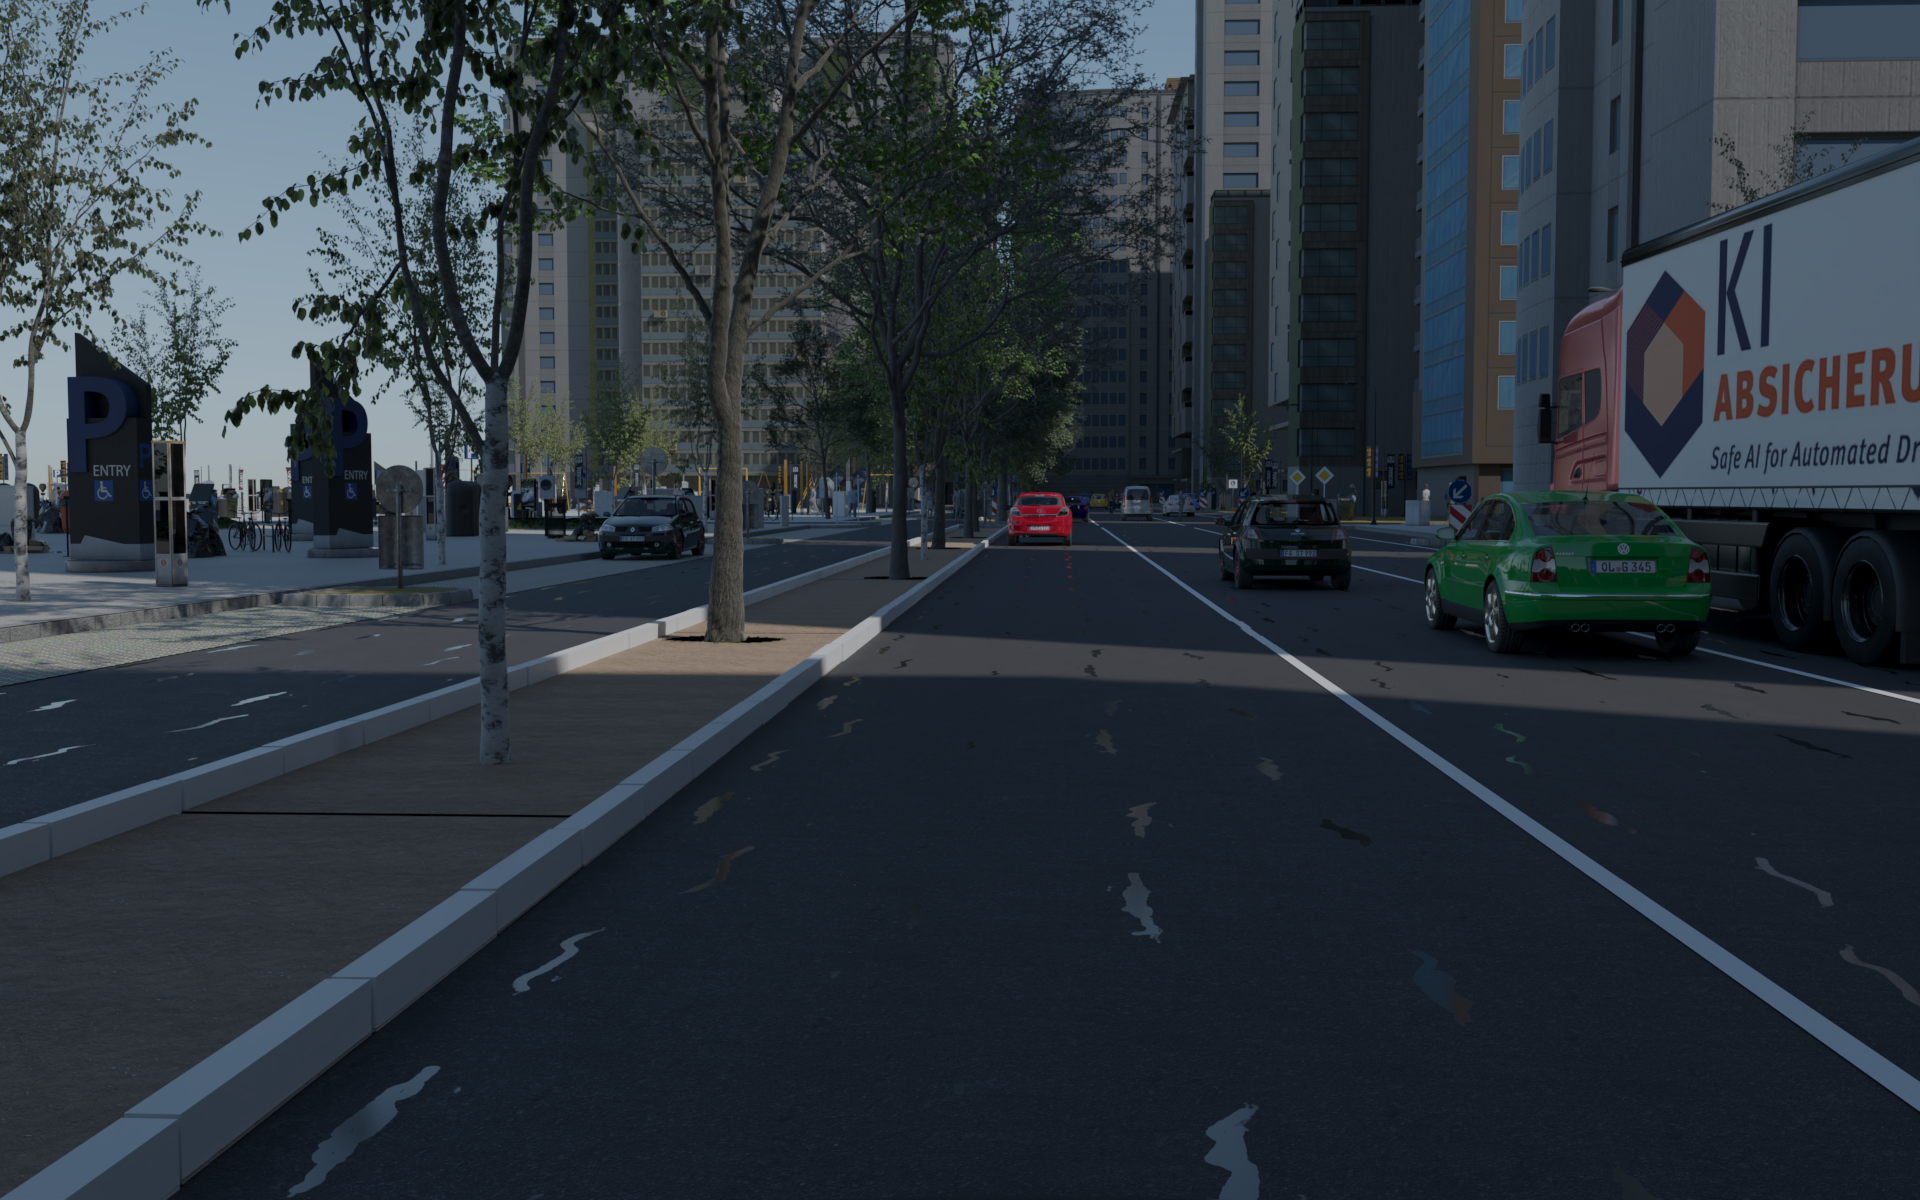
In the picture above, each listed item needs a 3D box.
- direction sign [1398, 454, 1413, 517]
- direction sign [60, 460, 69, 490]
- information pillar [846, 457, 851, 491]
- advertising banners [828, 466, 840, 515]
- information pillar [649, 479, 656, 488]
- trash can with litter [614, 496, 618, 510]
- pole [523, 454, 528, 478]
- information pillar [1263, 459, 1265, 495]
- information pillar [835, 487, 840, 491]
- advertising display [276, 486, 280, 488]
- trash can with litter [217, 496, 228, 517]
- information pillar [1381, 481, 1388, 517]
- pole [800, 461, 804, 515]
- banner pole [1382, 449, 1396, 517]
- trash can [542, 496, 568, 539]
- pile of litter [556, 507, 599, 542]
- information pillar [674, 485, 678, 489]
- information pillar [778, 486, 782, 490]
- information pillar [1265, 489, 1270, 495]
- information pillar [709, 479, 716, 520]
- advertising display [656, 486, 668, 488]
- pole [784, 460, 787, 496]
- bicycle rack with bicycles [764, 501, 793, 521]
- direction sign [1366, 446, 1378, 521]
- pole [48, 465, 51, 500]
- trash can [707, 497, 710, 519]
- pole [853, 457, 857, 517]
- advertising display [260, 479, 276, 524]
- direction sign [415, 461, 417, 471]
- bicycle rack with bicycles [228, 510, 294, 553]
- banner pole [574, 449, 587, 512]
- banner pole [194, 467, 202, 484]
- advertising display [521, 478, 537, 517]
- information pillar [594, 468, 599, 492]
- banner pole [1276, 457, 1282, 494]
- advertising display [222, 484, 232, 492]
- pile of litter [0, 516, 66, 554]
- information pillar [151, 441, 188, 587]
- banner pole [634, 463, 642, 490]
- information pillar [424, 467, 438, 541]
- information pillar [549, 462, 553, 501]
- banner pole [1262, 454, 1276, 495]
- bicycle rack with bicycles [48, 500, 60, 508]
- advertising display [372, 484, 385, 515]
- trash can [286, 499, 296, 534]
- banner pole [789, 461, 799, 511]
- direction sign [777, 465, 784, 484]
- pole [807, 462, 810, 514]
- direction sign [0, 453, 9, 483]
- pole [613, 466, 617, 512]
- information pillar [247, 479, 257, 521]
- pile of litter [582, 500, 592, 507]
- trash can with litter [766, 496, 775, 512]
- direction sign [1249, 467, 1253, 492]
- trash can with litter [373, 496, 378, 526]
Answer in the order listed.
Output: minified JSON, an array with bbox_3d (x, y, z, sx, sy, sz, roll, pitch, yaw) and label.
[{"bbox_3d":[25.017,-6.444,97.357,0.876,3.537,0.379,3,5,40],"label":"direction sign"},{"bbox_3d":[-60.005,-7.616,116.522,0.876,3.537,0.379,-1,4,-9],"label":"direction sign"},{"bbox_3d":[-7.083,-7.276,110.314,0.183,3.616,0.504,-3,4,-36],"label":"information pillar"},{"bbox_3d":[-7.751,-6.716,105.992,0.090,3.025,2.074,1,4,21],"label":"advertising banners"},{"bbox_3d":[-14.859,-4.850,83.782,0.304,2.012,0.304,-1,4,-13],"label":"information pillar"},{"bbox_3d":[-21.328,-5.957,108.788,0.624,1.170,1.055,-2,4,-31],"label":"trash can with litter"},{"bbox_3d":[-22.136,-5.775,88.256,0.158,3.312,0.155,0,3,0],"label":"pole"},{"bbox_3d":[20.345,-7.618,115.916,0.183,3.616,0.504,1,4,16],"label":"information pillar"},{"bbox_3d":[-10.199,-8.552,144.316,0.304,2.012,0.304,-1,4,-21],"label":"information pillar"},{"bbox_3d":[-54.701,-8.132,138.177,0.123,1.923,0.974,2,4,30],"label":"advertising display"},{"bbox_3d":[-30.561,-3.653,70.781,2.233,1.210,1.678,0,4,-6],"label":"trash can with litter"},{"bbox_3d":[23.850,-5.675,97.272,0.304,2.012,0.304,3,4,36],"label":"information pillar"},{"bbox_3d":[-9.761,-6.915,106.905,0.158,3.312,0.155,0,3,0],"label":"pole"},{"bbox_3d":[23.599,-6.455,95.552,0.863,3.779,0.401,0,4,3],"label":"banner pole"},{"bbox_3d":[-11.684,-2.344,49.984,0.748,1.137,0.748,0,3,0],"label":"trash can"},{"bbox_3d":[-10.172,-2.001,46.676,1.176,0.858,1.719,-3,5,-43],"label":"pile of litter"},{"bbox_3d":[-20.469,-7.389,125.302,0.304,2.012,0.304,2,4,28],"label":"information pillar"},{"bbox_3d":[-16.177,-9.239,155.546,0.304,2.012,0.304,0,3,0],"label":"information pillar"},{"bbox_3d":[20.765,-6.881,117.000,0.304,2.012,0.304,0,4,1],"label":"information pillar"},{"bbox_3d":[-12.206,-4.960,85.580,0.304,2.012,0.304,-1,4,-20],"label":"information pillar"},{"bbox_3d":[-23.752,-8.113,137.854,0.974,1.923,0.123,1,4,10],"label":"advertising display"},{"bbox_3d":[-10.333,-6.657,102.688,0.158,3.312,0.155,0,3,0],"label":"pole"},{"bbox_3d":[-9.391,-4.339,84.330,2.852,0.926,2.925,-2,4,-28],"label":"bicycle rack with bicycles"},{"bbox_3d":[19.542,-5.517,82.197,0.876,3.537,0.379,-3,4,-39],"label":"direction sign"},{"bbox_3d":[-64.035,-7.830,121.858,0.158,3.312,0.155,0,3,0],"label":"pole"},{"bbox_3d":[-13.151,-4.728,88.949,0.748,1.137,0.748,0,3,0],"label":"trash can"},{"bbox_3d":[-5.778,-6.191,95.067,0.158,3.312,0.155,0,3,0],"label":"pole"},{"bbox_3d":[-29.887,-4.247,74.650,0.123,1.923,0.974,0,4,3],"label":"advertising display"},{"bbox_3d":[-37.185,-7.738,118.513,0.379,3.537,0.876,-2,4,-25],"label":"direction sign"},{"bbox_3d":[-16.221,-1.540,38.561,2.852,0.926,2.925,-2,4,-27],"label":"bicycle rack with bicycles"},{"bbox_3d":[-20.959,-6.485,96.050,0.863,3.779,0.401,0,4,-3],"label":"banner pole"},{"bbox_3d":[-69.719,-10.315,158.665,0.863,3.779,0.401,-1,4,-12],"label":"banner pole"},{"bbox_3d":[-17.584,-4.000,70.621,0.974,1.923,0.123,3,5,43],"label":"advertising display"},{"bbox_3d":[-32.612,-10.038,155.475,0.504,3.616,0.183,0,4,4],"label":"information pillar"},{"bbox_3d":[21.215,-7.698,115.873,0.863,3.779,0.401,1,4,19],"label":"banner pole"},{"bbox_3d":[-46.570,-6.412,110.049,0.123,1.923,0.974,0,4,7],"label":"advertising display"},{"bbox_3d":[-20.344,-1.445,37.598,1.719,0.858,1.176,-1,4,-9],"label":"pile of litter"},{"bbox_3d":[-10.936,-1.192,23.981,0.304,2.012,0.304,1,4,19],"label":"information pillar"},{"bbox_3d":[-22.757,-8.117,122.726,0.863,3.779,0.401,1,4,19],"label":"banner pole"},{"bbox_3d":[-14.554,-2.650,47.812,0.304,2.012,0.304,1,4,12],"label":"information pillar"},{"bbox_3d":[-29.570,-8.192,125.292,0.183,3.616,0.504,0,4,8],"label":"information pillar"},{"bbox_3d":[19.336,-7.302,109.404,0.863,3.779,0.401,0,4,1],"label":"banner pole"},{"bbox_3d":[-52.976,-5.409,101.821,2.925,0.926,2.852,-1,4,-16],"label":"bicycle rack with bicycles"},{"bbox_3d":[-35.983,-6.278,107.853,0.974,1.923,0.123,-1,4,-10],"label":"advertising display"},{"bbox_3d":[-20.196,-2.522,52.887,0.748,1.137,0.748,0,3,0],"label":"trash can"},{"bbox_3d":[-12.793,-8.755,133.162,0.863,3.779,0.401,0,4,-3],"label":"banner pole"},{"bbox_3d":[-13.757,-8.676,133.845,0.379,3.537,0.876,3,5,43],"label":"direction sign"},{"bbox_3d":[-9.649,-7.104,110.001,0.158,3.312,0.155,0,3,0],"label":"pole"},{"bbox_3d":[-53.460,-6.413,96.843,0.379,3.537,0.876,0,4,4],"label":"direction sign"},{"bbox_3d":[-25.072,-8.076,125.885,0.158,3.312,0.155,0,3,0],"label":"pole"},{"bbox_3d":[-34.339,-4.865,84.027,0.304,2.012,0.304,0,4,3],"label":"information pillar"},{"bbox_3d":[-27.145,-6.904,126.851,1.719,0.858,1.176,0,4,-3],"label":"pile of litter"},{"bbox_3d":[-13.904,-7.009,125.978,0.624,1.170,1.055,-3,4,-38],"label":"trash can with litter"},{"bbox_3d":[24.468,-9.403,145.741,0.379,3.537,0.876,2,4,26],"label":"direction sign"},{"bbox_3d":[-23.835,-3.679,71.211,1.678,1.210,2.233,3,5,43],"label":"trash can with litter"}]
